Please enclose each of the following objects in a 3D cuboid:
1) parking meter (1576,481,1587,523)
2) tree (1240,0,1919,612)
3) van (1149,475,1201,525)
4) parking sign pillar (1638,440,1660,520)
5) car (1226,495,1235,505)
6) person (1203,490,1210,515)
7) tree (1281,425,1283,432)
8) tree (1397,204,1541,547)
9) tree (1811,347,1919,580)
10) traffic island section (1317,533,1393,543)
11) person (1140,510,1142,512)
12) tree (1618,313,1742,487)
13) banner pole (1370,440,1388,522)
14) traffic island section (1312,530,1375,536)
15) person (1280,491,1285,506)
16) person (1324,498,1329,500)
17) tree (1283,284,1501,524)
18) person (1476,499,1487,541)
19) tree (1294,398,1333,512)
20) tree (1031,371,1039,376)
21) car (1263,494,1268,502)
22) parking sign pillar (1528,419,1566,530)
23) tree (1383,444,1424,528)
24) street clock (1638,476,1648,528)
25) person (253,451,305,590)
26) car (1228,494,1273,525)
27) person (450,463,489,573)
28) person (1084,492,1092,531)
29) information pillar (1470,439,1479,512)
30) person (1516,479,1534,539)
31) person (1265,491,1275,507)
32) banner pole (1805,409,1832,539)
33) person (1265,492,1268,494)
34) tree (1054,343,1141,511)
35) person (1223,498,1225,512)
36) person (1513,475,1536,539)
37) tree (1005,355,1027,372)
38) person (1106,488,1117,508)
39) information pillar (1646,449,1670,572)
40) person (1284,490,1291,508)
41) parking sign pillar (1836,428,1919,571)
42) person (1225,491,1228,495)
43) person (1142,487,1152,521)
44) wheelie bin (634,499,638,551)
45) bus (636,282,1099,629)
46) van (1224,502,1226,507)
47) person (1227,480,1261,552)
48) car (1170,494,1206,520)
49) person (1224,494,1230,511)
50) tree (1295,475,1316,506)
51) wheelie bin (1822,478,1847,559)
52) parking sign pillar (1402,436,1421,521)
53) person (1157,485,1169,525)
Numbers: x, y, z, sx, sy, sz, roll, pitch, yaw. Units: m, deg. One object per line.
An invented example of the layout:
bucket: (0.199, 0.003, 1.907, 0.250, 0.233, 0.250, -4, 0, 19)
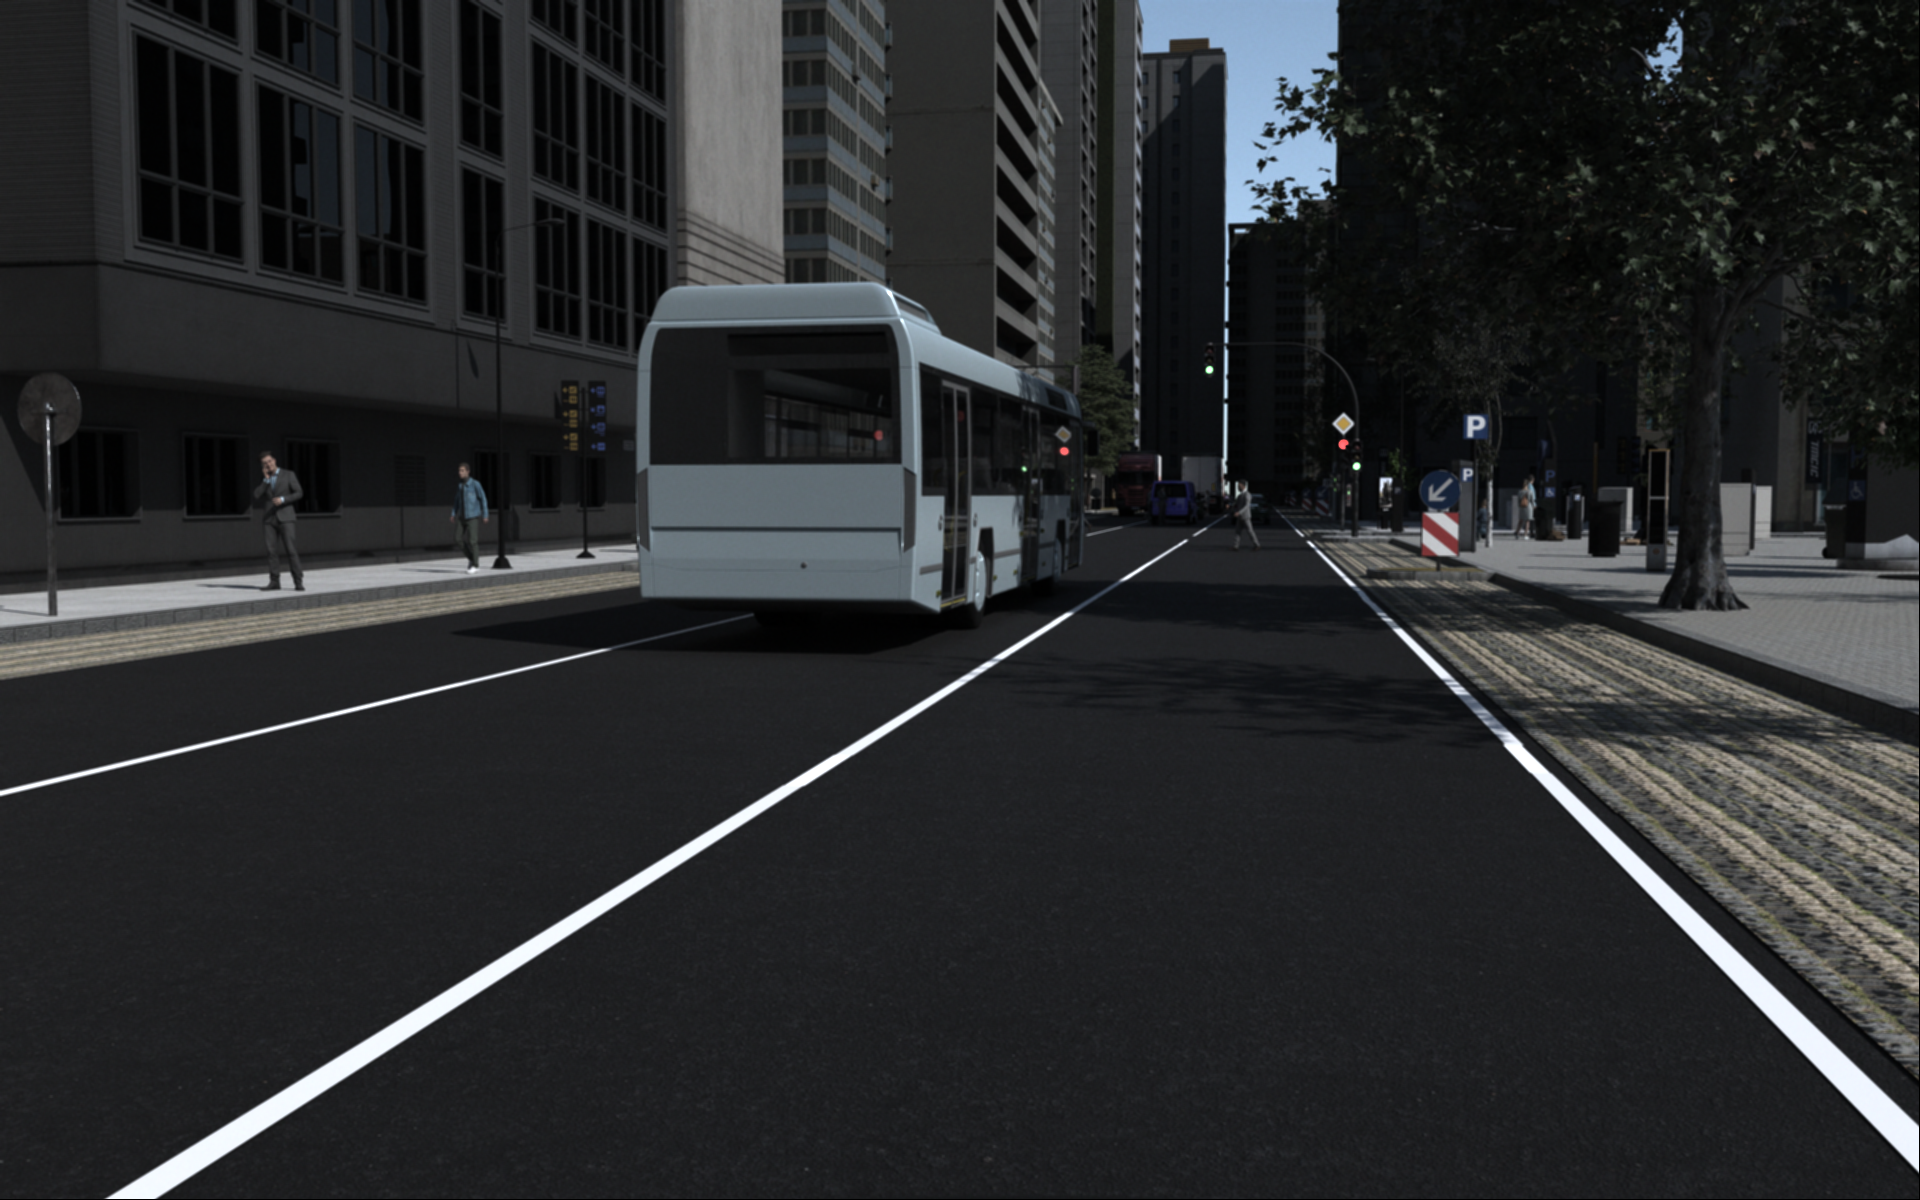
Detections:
parking meter: (27.627, -4.361, 77.018, 0.255, 1.863, 0.399, -3, 4, -38)
tree: (8.288, -6.239, 19.018, 9.611, 12.733, 9.660, 0, 3, 0)
van: (10.191, -4.763, 82.253, 2.240, 2.365, 5.245, 1, 4, 12)
parking sign pillar: (34.305, -5.934, 85.497, 1.447, 3.967, 1.447, -2, 4, -33)
car: (31.505, -11.772, 204.840, 2.083, 1.381, 4.827, 0, 4, 8)
person: (16.683, -6.567, 116.882, 0.522, 1.701, 0.512, -3, 5, -44)
tree: (29.400, -12.446, 137.896, 8.767, 10.594, 7.601, 2, 4, 23)
tree: (12.529, -5.579, 41.572, 4.360, 8.622, 3.978, 0, 3, 0)
tree: (14.774, -2.590, 26.054, 4.285, 4.588, 4.351, 0, 3, 0)
traffic island section: (11.815, -1.804, 51.777, 2.009, 0.180, 2.903, 1, 4, 10)
person: (14.491, -7.867, 137.851, 0.721, 1.736, 1.217, 0, 4, -2)
tree: (25.080, -6.704, 59.966, 4.737, 8.622, 4.395, 0, 3, 0)
banner pole: (19.206, -5.456, 79.214, 0.863, 3.779, 0.401, -1, 4, -9)
traffic island section: (13.180, -2.285, 59.645, 2.009, 0.180, 2.903, 1, 4, 10)
person: (36.485, -11.432, 195.959, 0.990, 1.755, 0.434, -3, 5, -44)
person: (27.852, -7.693, 131.914, 0.778, 1.811, 0.616, 1, 4, 20)
tree: (18.422, -8.482, 73.091, 8.767, 10.594, 7.601, 1, 4, 14)
person: (14.066, -2.169, 47.000, 1.012, 1.151, 0.738, -1, 4, -9)
tree: (26.216, -10.588, 123.470, 4.737, 8.622, 4.395, 0, 3, 0)
tree: (3.149, -9.075, 98.739, 4.737, 8.622, 4.395, 0, 3, 0)
car: (34.348, -11.463, 197.199, 2.009, 1.686, 4.222, 1, 4, 10)
parking sign pillar: (20.946, -4.485, 61.799, 1.447, 3.967, 1.447, 1, 4, 9)
tree: (16.629, -4.384, 66.285, 1.663, 3.219, 1.824, 0, 3, 0)
street clock: (25.183, -3.617, 63.712, 0.471, 2.002, 0.358, 1, 4, 9)
person: (-9.038, -1.048, 22.991, 0.655, 1.846, 0.447, 0, 4, 1)
car: (13.825, -4.316, 82.358, 2.131, 1.459, 4.920, 1, 4, 9)
person: (-7.957, -1.329, 28.122, 0.601, 1.785, 0.444, 2, 4, 33)
person: (4.687, -3.552, 66.542, 0.822, 1.834, 0.622, 0, 4, -1)
information pillar: (19.970, -4.644, 67.288, 0.504, 3.616, 0.183, -3, 5, -43)
person: (16.065, -2.581, 49.239, 0.512, 1.701, 0.522, 2, 4, 25)
person: (33.632, -10.957, 188.367, 1.217, 1.743, 0.721, 0, 4, -1)
banner pole: (24.493, -3.627, 49.326, 0.401, 3.779, 0.863, -3, 5, -43)
person: (35.585, -11.685, 200.340, 0.721, 1.735, 1.217, 0, 4, 1)
tree: (10.125, -12.999, 130.667, 7.486, 12.596, 7.792, 0, 3, 0)
person: (20.872, -7.828, 137.295, 0.445, 1.727, 0.742, 0, 4, -3)
person: (16.363, -2.694, 49.950, 0.748, 1.841, 0.638, 1, 4, 19)
tree: (1.878, -8.643, 91.669, 4.360, 8.622, 3.978, 0, 3, 0)
person: (14.220, -9.470, 160.973, 1.348, 1.812, 0.705, 2, 4, 28)
information pillar: (11.555, -1.479, 28.676, 0.304, 2.012, 0.304, 2, 4, 27)
person: (34.945, -10.713, 183.615, 1.348, 1.831, 0.705, 2, 4, 25)
parking sign pillar: (15.720, -2.501, 29.362, 1.447, 3.967, 1.447, -1, 4, -19)
person: (32.162, -12.290, 209.450, 1.348, 1.824, 0.705, -1, 4, -10)
person: (10.106, -5.090, 91.844, 0.853, 1.813, 0.709, -1, 4, -12)
wheelie bin: (-6.736, -1.854, 38.224, 0.980, 1.594, 0.693, 3, 4, 37)
bus: (-0.378, -1.641, 21.695, 2.948, 3.499, 13.247, 1, 4, 11)
van: (29.161, -11.537, 195.648, 2.013, 2.044, 4.112, 1, 4, 10)
person: (7.086, -2.100, 43.113, 0.850, 1.792, 0.678, -1, 4, -10)
car: (12.925, -5.308, 98.591, 2.131, 1.459, 4.920, 1, 4, 9)
person: (23.095, -8.466, 150.152, 0.421, 1.427, 0.697, -3, 5, -39)
tree: (38.628, -12.214, 194.307, 1.663, 3.219, 1.824, 0, 3, 0)
wheelie bin: (17.500, -1.608, 34.203, 0.693, 1.594, 0.980, -1, 4, -17)
parking sign pillar: (21.437, -5.703, 81.711, 1.447, 3.967, 1.447, 1, 4, 11)
person: (9.331, -4.339, 79.248, 0.447, 1.846, 0.655, 3, 5, 41)
